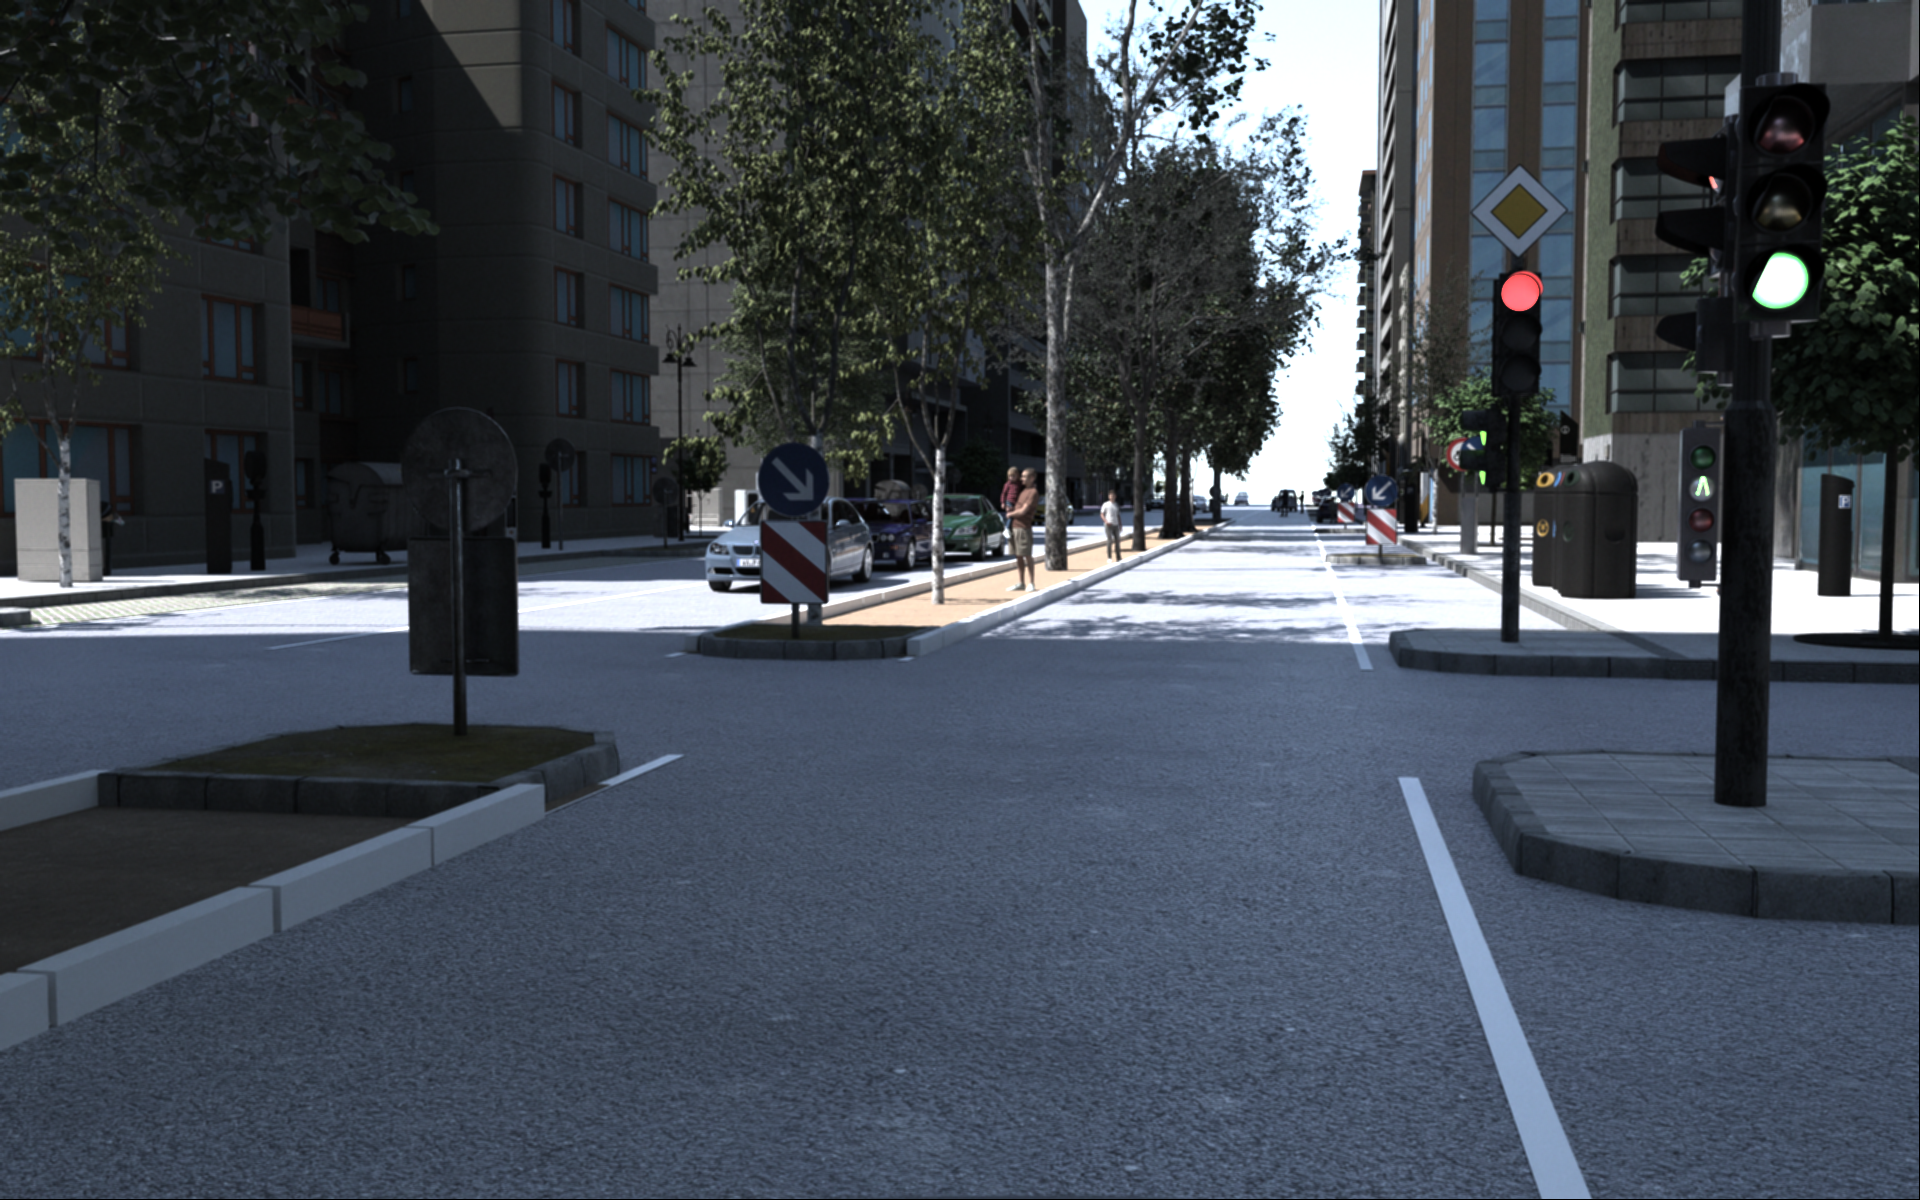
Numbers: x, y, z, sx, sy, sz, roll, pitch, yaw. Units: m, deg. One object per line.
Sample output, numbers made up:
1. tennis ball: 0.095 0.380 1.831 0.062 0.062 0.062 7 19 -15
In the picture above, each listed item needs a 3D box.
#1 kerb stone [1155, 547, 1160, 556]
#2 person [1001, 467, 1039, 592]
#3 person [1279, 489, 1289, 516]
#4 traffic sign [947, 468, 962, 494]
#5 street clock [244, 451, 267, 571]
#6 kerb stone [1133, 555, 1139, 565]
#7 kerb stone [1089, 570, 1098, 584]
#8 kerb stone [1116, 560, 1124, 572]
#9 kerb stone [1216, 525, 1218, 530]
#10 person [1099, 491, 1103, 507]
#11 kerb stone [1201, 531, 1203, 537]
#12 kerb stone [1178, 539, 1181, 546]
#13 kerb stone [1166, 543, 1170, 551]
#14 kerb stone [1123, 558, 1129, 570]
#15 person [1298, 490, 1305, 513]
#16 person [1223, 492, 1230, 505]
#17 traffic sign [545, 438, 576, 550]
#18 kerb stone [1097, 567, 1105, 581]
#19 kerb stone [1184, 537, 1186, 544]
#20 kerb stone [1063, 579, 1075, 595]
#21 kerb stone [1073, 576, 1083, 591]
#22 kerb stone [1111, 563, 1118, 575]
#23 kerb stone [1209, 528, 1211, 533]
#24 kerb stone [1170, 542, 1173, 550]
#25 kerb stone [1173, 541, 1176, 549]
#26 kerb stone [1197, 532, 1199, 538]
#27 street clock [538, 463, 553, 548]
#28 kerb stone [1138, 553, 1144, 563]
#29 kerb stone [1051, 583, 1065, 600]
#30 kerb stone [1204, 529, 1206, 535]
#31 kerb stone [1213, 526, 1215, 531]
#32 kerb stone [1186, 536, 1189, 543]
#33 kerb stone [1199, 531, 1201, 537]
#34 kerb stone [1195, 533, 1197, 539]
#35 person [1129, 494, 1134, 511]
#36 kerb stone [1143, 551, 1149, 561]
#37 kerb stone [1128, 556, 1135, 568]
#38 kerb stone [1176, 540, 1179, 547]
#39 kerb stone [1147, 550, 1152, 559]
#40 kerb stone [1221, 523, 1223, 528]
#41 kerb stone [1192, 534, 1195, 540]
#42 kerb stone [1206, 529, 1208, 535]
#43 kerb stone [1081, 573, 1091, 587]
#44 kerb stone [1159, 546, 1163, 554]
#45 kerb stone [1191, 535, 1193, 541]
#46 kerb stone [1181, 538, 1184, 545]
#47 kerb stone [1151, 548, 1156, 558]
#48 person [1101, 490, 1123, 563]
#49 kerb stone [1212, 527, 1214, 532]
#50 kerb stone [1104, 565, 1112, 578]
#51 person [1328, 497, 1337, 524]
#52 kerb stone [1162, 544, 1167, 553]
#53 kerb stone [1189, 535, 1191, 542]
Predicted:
1. kerb stone: 4.434 -1.080 39.859 0.120 0.150 1.000 1 4 11
2. person: 0.891 -1.039 25.459 0.580 1.828 0.573 1 4 11
3. person: 20.729 -6.242 111.009 0.568 1.767 0.683 3 5 44
4. traffic sign: -0.297 -5.225 85.540 0.768 2.556 0.104 1 4 12
5. street clock: -11.799 -1.497 29.050 0.358 2.002 0.471 -3 4 -39
6. kerb stone: 3.451 -0.773 34.829 0.120 0.150 1.000 1 4 11
7. kerb stone: 2.058 -0.341 27.790 0.120 0.150 1.000 1 4 11
8. kerb stone: 2.856 -0.588 31.811 0.120 0.150 1.000 1 4 11
9. kerb stone: 9.797 -2.737 67.045 0.120 0.150 1.000 1 4 11
10. person: 14.171 -10.051 173.761 0.530 1.710 0.541 1 4 11
11. kerb stone: 7.807 -2.126 56.973 0.120 0.150 1.000 1 4 11
12. kerb stone: 5.830 -1.512 46.915 0.120 0.150 1.000 1 4 11
13. kerb stone: 5.048 -1.266 42.887 0.120 0.150 1.000 1 4 11
14. kerb stone: 3.055 -0.647 32.818 0.120 0.150 1.000 1 4 11
15. person: 25.528 -7.359 129.637 0.721 1.723 1.217 0 4 -5
16. person: 34.404 -13.102 223.534 1.217 1.723 0.721 -3 4 -37
17. traffic sign: -9.117 -2.408 39.485 0.768 2.556 0.104 1 4 14
18. kerb stone: 2.254 -0.403 28.793 0.120 0.150 1.000 1 4 11
19. kerb stone: 6.226 -1.632 48.930 0.120 0.150 1.000 1 4 11
20. kerb stone: 1.481 -0.157 24.769 0.120 0.150 1.000 1 4 11
21. kerb stone: 1.668 -0.219 25.774 0.120 0.150 1.000 1 4 11
22. kerb stone: 2.655 -0.526 30.801 0.120 0.150 1.000 1 4 11
23. kerb stone: 8.800 -2.435 62.012 0.120 0.150 1.000 1 4 11
24. kerb stone: 5.232 -1.324 43.894 0.120 0.150 1.000 1 4 11
25. kerb stone: 5.434 -1.389 44.898 0.120 0.150 1.000 1 4 11
26. kerb stone: 7.417 -2.004 54.960 0.120 0.150 1.000 1 4 11
27. street clock: -9.790 -2.223 40.910 0.358 2.002 0.471 0 4 -8
28. kerb stone: 3.648 -0.832 35.832 0.120 0.150 1.000 1 4 11
29. kerb stone: 1.273 -0.096 23.762 0.120 0.150 1.000 1 4 11
30. kerb stone: 8.206 -2.250 58.978 0.120 0.150 1.000 1 4 11
31. kerb stone: 9.392 -2.614 65.026 0.120 0.150 1.000 1 4 11
32. kerb stone: 6.424 -1.697 49.937 0.120 0.150 1.000 1 4 11
33. kerb stone: 7.620 -2.066 55.968 0.120 0.150 1.000 1 4 11
34. kerb stone: 7.218 -1.943 53.956 0.120 0.150 1.000 1 4 11
35. person: 14.885 -8.408 149.234 1.065 1.426 0.557 1 4 10
36. kerb stone: 3.855 -0.896 36.844 0.120 0.150 1.000 1 4 11
37. kerb stone: 3.259 -0.708 33.820 0.120 0.150 1.000 1 4 11
38. kerb stone: 5.629 -1.450 45.901 0.120 0.150 1.000 1 4 11
39. kerb stone: 4.044 -0.957 37.850 0.120 0.150 1.000 1 4 11
40. kerb stone: 10.586 -2.985 71.058 0.120 0.150 1.000 1 4 11
41. kerb stone: 7.015 -1.881 52.952 0.120 0.150 1.000 1 4 11
42. kerb stone: 8.406 -2.312 59.990 0.120 0.150 1.000 1 4 11
43. kerb stone: 1.869 -0.275 26.786 0.120 0.150 1.000 1 4 11
44. kerb stone: 4.640 -1.138 40.868 0.120 0.150 1.000 1 4 11
45. kerb stone: 6.819 -1.817 51.944 0.120 0.150 1.000 1 4 11
46. kerb stone: 6.032 -1.574 47.926 0.120 0.150 1.000 1 4 11
47. kerb stone: 4.245 -1.019 38.852 0.120 0.150 1.000 1 4 11
48. person: 3.190 -1.519 35.929 0.523 1.515 0.503 2 4 34
49. kerb stone: 9.201 -2.554 64.022 0.120 0.150 1.000 1 4 11
50. kerb stone: 2.457 -0.464 29.798 0.120 0.150 1.000 1 4 11
51. person: 17.947 -4.323 83.454 0.475 1.303 0.640 -2 4 -33
52. kerb stone: 4.842 -1.204 41.877 0.120 0.150 1.000 1 4 11
53. kerb stone: 6.622 -1.758 50.941 0.120 0.150 1.000 1 4 11
